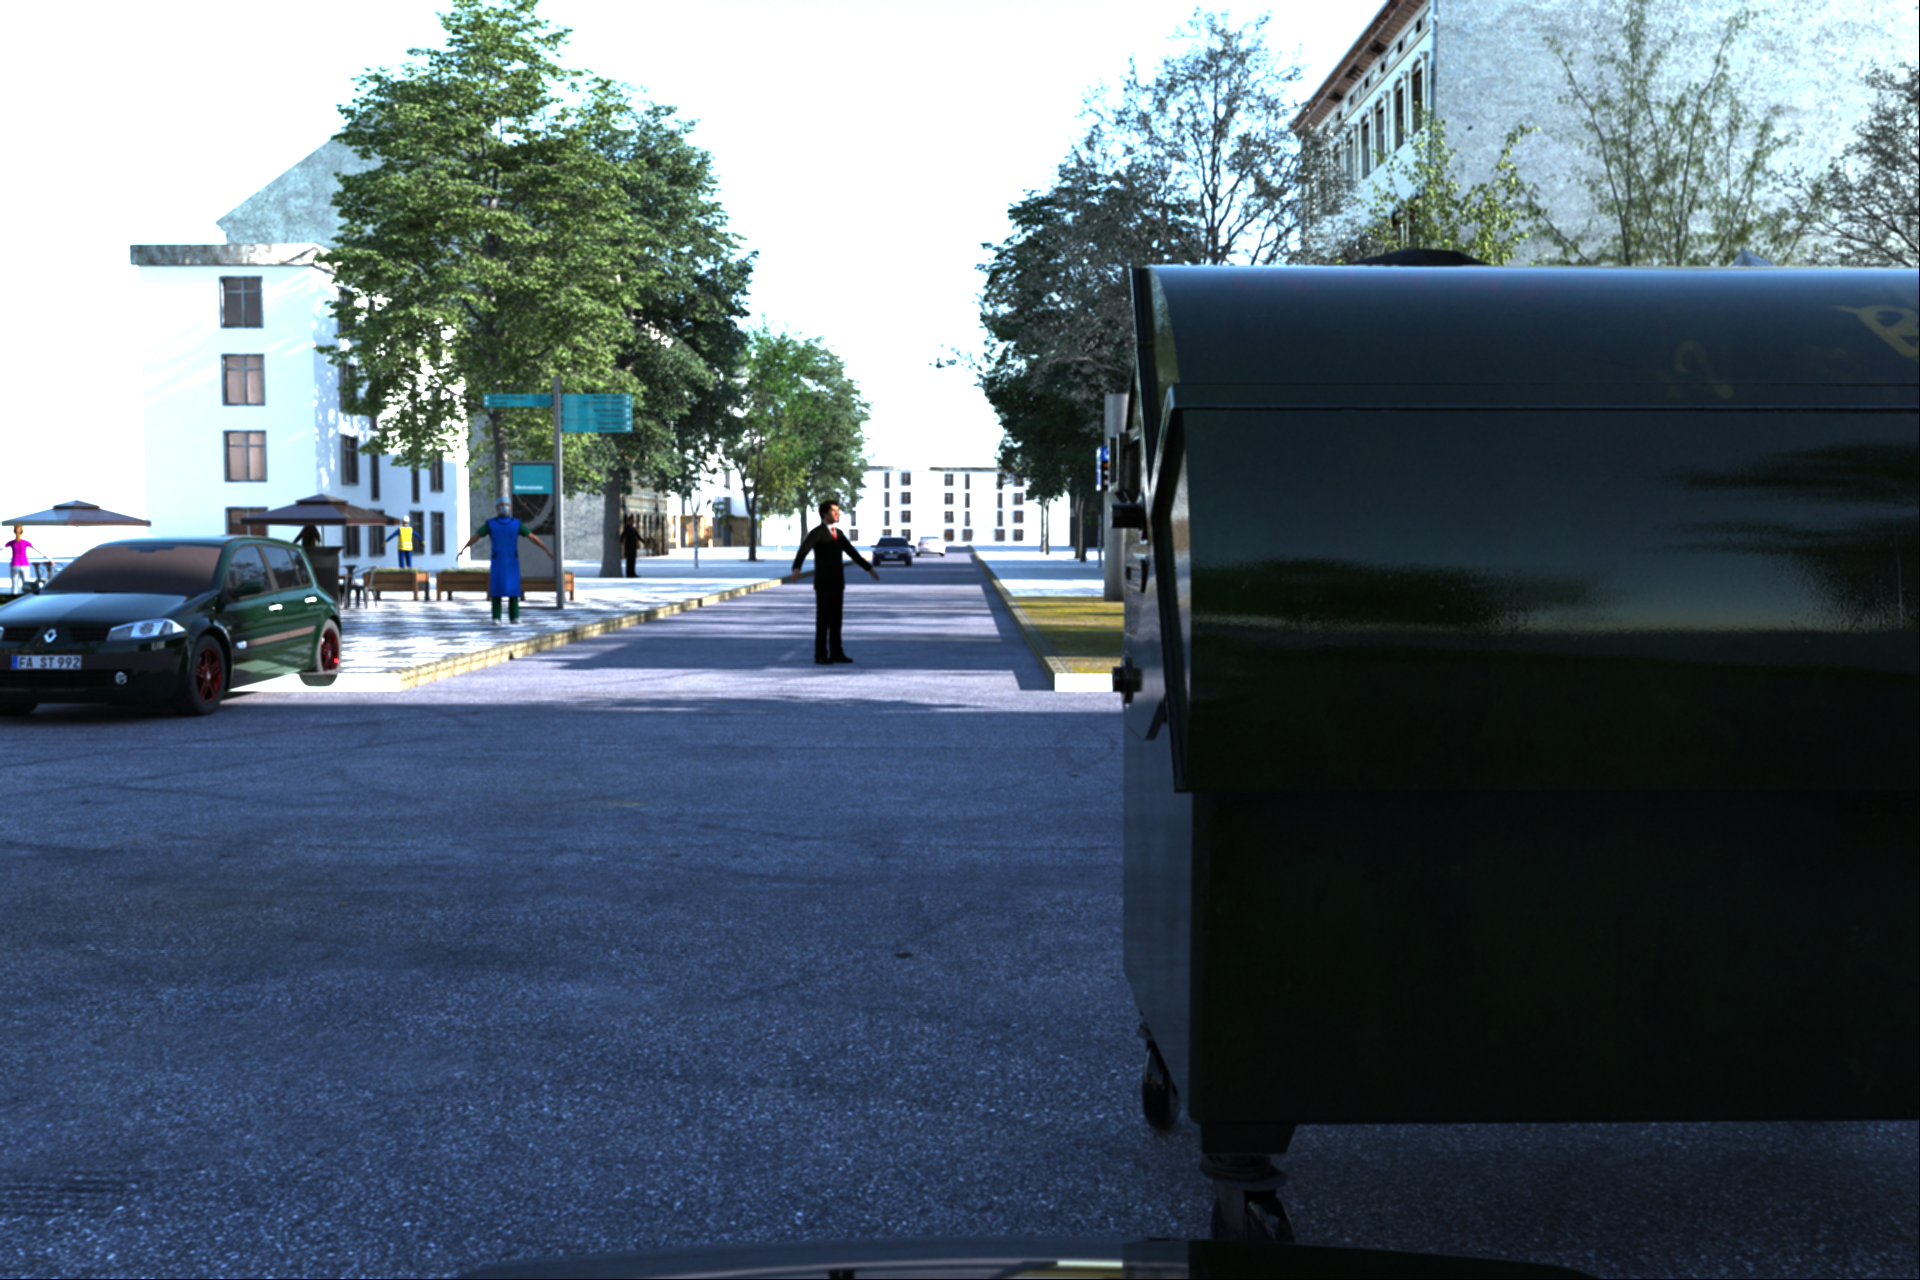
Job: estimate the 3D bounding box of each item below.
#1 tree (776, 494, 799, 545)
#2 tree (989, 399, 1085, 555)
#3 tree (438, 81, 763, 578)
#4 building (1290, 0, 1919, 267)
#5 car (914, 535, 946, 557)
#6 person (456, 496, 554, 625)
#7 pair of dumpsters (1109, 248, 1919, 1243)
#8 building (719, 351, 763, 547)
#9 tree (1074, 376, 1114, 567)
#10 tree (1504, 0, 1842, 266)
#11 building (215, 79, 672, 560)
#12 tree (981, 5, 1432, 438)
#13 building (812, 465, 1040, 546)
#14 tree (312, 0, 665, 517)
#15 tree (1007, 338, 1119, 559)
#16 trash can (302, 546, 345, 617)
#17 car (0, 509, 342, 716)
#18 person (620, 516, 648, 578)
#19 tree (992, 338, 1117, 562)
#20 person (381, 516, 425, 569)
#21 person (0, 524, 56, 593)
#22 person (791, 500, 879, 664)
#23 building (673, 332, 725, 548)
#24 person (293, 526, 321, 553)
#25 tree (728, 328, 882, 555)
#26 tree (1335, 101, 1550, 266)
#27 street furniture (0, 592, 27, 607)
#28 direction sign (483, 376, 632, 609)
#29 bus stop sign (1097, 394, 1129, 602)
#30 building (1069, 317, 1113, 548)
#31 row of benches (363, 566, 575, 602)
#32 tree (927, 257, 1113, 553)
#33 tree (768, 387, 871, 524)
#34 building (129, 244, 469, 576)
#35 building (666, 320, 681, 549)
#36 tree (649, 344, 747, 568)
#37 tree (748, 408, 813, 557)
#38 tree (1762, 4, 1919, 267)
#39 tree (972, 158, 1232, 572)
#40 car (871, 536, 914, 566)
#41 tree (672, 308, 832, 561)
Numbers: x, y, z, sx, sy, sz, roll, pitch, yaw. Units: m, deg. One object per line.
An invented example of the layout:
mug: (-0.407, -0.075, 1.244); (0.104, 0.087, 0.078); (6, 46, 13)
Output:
tree: (-20.764, -15.861, 209.685); (4.737, 8.622, 4.395); (0, 3, 0)
tree: (5.073, -10.415, 104.692); (8.767, 10.594, 7.601); (3, 5, 44)
tree: (-10.260, -8.804, 50.604); (9.857, 13.997, 8.962); (0, 3, 0)
building: (21.838, -13.713, 55.130); (19.493, 23.208, 18.063); (0, 4, 0)
car: (-1.934, -6.078, 111.739); (2.083, 1.381, 4.827); (0, 4, -1)
person: (-6.445, -1.125, 24.528); (1.347, 1.817, 0.704); (-1, 4, -23)
pair of dumpsters: (2.539, 0.073, 3.765); (4.436, 2.255, 1.574); (0, 4, -1)
building: (-26.743, -19.696, 178.445); (16.016, 20.090, 11.380); (0, 4, 0)
tree: (5.604, -7.123, 66.826); (4.737, 8.622, 4.395); (0, 3, 0)
tree: (9.500, -4.452, 23.148); (4.360, 8.622, 3.978); (0, 3, 0)
building: (-26.455, -16.044, 93.243); (19.493, 23.208, 18.063); (0, 4, -1)
tree: (5.622, -7.921, 39.884); (12.009, 13.543, 11.850); (0, 3, 0)
building: (-4.084, -16.327, 211.552); (28.070, 9.664, 9.099); (0, 4, -4)
tree: (-9.890, -7.229, 36.327); (7.486, 12.596, 7.792); (0, 3, 0)
tree: (6.043, -9.939, 88.252); (9.928, 11.665, 9.643); (0, 3, 0)
trash can: (-7.636, -0.536, 20.419); (0.748, 1.137, 0.748); (0, 3, 0)
car: (-6.770, -0.313, 14.899); (2.009, 1.686, 4.222); (0, 4, 0)
person: (-9.648, -2.735, 50.934); (0.704, 1.802, 1.346); (1, 4, 23)
tree: (5.671, -8.801, 78.309); (8.767, 10.594, 7.601); (-1, 4, -14)
person: (-15.149, -2.490, 47.177); (1.216, 1.772, 0.721); (-3, 5, -39)
person: (-14.802, -1.102, 27.278); (0.991, 1.433, 0.599); (-2, 4, -23)
person: (-1.424, -0.644, 19.179); (0.705, 1.806, 1.347); (3, 5, 39)
building: (-28.800, -18.715, 162.402); (16.016, 20.090, 11.380); (0, 4, 0)
person: (-16.802, -2.353, 44.605); (1.346, 1.812, 0.704); (3, 4, 38)
tree: (-9.675, -12.191, 105.975); (9.857, 13.997, 8.962); (0, 3, 0)
tree: (8.420, -4.837, 29.449); (4.737, 8.622, 4.395); (0, 3, 0)
street furniture: (-14.355, -0.315, 20.784); (5.734, 0.657, 10.072); (0, 4, 3)
direction sign: (-6.808, -2.523, 30.007); (2.525, 3.948, 1.411); (0, 4, 2)
bus stop sign: (3.043, -2.679, 32.816); (0.837, 3.901, 0.837); (0, 4, -1)
building: (25.022, -20.443, 178.222); (27.936, 21.610, 32.646); (0, 4, 0)
row of benches: (-9.511, -1.089, 33.266); (4.104, 0.672, 1.422); (0, 4, 5)
tree: (4.633, -16.087, 118.910); (12.611, 20.169, 13.585); (0, 3, 0)
tree: (-9.775, -11.991, 121.806); (9.928, 11.665, 9.643); (0, 3, 0)
building: (-23.045, -7.473, 64.326); (9.099, 9.664, 28.070); (0, 4, 1)
building: (-29.458, -17.231, 138.148); (16.016, 20.090, 11.380); (0, 4, 1)
tree: (-9.943, -7.013, 65.025); (4.737, 8.622, 4.395); (0, 3, 0)
tree: (-10.104, -8.938, 96.491); (4.737, 8.622, 4.395); (0, 3, 0)
tree: (21.368, -7.577, 34.256); (12.009, 13.543, 11.850); (0, 3, 0)
tree: (5.021, -9.219, 57.380); (9.857, 13.997, 8.962); (0, 3, 0)
car: (-3.055, -4.027, 78.420); (1.945, 1.354, 3.894); (0, 4, 0)
tree: (-9.860, -9.503, 81.133); (9.928, 11.665, 9.643); (0, 3, 0)
